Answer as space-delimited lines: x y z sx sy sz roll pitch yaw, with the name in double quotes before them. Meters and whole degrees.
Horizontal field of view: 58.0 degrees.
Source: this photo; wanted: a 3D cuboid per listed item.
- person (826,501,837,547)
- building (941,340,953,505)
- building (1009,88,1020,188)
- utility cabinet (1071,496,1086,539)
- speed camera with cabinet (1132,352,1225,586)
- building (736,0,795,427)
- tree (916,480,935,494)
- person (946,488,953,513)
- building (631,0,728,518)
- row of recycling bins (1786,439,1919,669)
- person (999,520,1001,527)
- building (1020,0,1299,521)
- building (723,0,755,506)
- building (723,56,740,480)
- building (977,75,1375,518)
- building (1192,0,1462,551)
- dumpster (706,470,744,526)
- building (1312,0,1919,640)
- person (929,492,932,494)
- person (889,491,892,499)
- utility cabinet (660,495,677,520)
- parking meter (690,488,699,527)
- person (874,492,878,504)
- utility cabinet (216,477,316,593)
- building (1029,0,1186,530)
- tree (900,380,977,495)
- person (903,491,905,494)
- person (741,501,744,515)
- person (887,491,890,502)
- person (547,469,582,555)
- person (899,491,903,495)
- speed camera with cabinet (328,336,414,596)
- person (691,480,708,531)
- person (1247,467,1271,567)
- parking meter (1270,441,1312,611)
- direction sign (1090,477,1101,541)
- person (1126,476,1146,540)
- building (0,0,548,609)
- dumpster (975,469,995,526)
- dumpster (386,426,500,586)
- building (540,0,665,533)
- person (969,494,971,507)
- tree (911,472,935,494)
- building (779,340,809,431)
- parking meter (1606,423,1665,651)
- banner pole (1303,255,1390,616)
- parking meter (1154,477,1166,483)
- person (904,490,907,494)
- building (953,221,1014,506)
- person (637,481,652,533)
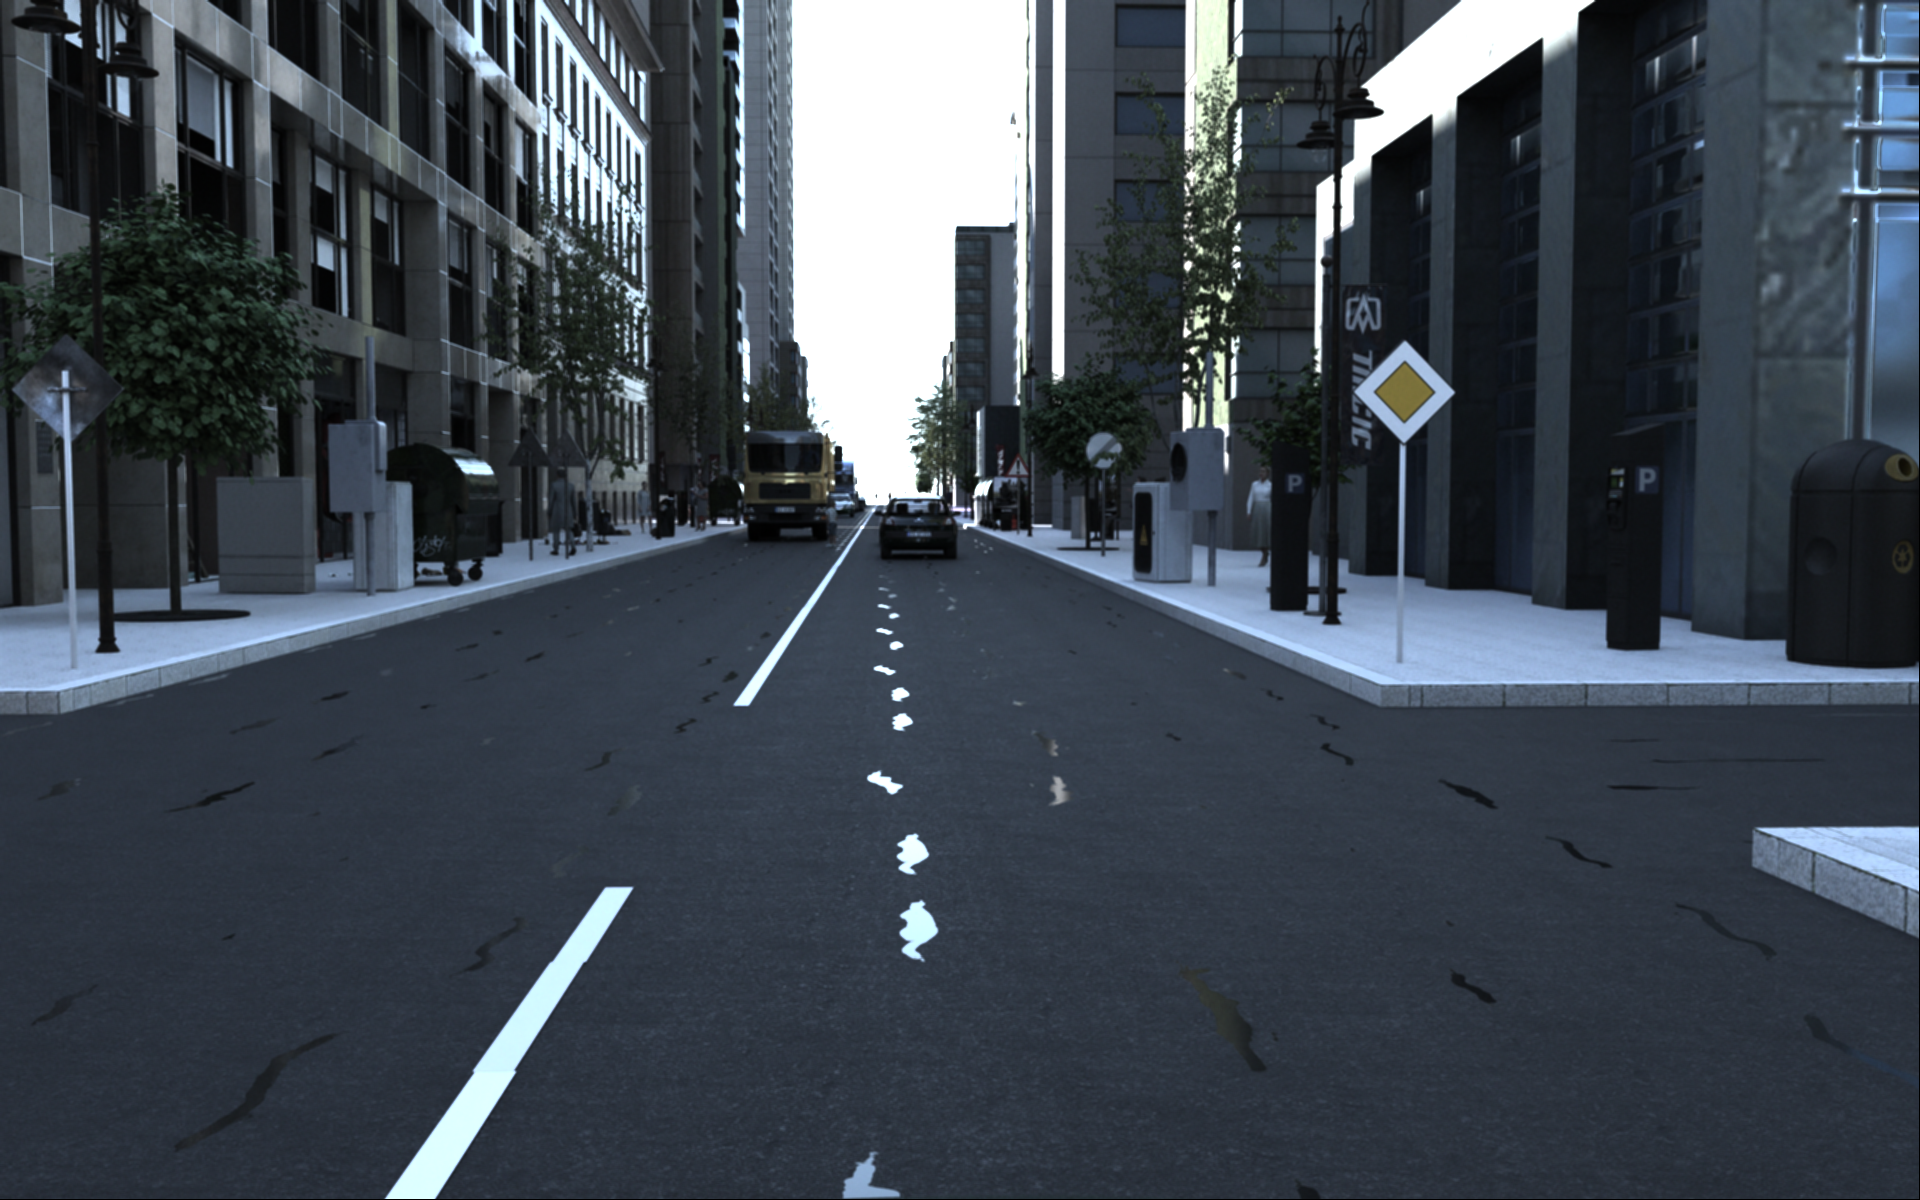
"person" -3.498 -2.072 47.063 0.332 1.250 0.352 0 4 4
"building" 11.990 -22.317 209.914 27.650 21.520 28.899 0 4 -2
"building" 17.345 -27.926 148.475 32.217 40.220 23.993 0 4 -2
"utility cabinet" 3.441 -2.364 49.814 0.306 1.237 1.020 1 4 17
"speed camera with cabinet" 3.107 -1.865 24.828 0.660 3.252 2.038 -1 4 -16
"building" -30.525 -48.601 232.871 20.563 71.187 20.611 0 4 -2
"tree" -3.547 -12.089 192.249 1.663 3.219 1.824 0 3 0
"person" -0.756 -6.569 114.365 0.530 1.710 0.541 -2 4 -28
"building" -20.443 -25.124 94.370 14.154 41.232 14.086 0 4 -2
"row of recycling bins" 8.098 -0.361 13.022 3.534 1.692 1.069 0 4 5
"person" 1.667 -3.741 67.562 0.716 1.782 0.532 0 4 -5
"building" 10.274 -25.336 97.841 14.154 41.232 14.086 0 4 -2
"building" -26.429 -49.954 129.421 22.319 86.520 31.000 0 4 -2
"building" -21.598 -20.618 108.808 14.160 30.474 14.107 0 4 -2
"building" 13.171 -49.323 119.106 22.319 86.520 31.000 0 4 -2
"building" 12.872 -22.106 45.034 14.154 41.232 14.086 0 4 -2
"dumpster" -9.533 -4.159 70.494 1.502 2.255 1.985 0 4 -3
"building" 21.883 -43.528 24.359 31.000 86.520 22.319 0 4 -2
"person" -3.637 -12.602 212.746 0.621 1.740 0.551 -3 4 -36
"person" -8.268 -12.082 206.137 0.705 1.812 1.348 0 4 -3
"utility cabinet" -14.652 -4.611 86.549 1.020 1.237 0.306 2 4 25
"parking meter" -10.283 -3.595 67.187 0.372 1.533 0.369 0 3 0
"person" -12.026 -14.596 247.594 0.683 1.767 0.568 -1 4 -16
"utility cabinet" -8.958 -0.838 22.374 1.173 1.500 0.318 1 4 8
"building" 13.503 -32.517 73.655 21.231 58.520 28.212 0 4 -2
"tree" -2.103 -15.516 171.816 7.486 12.596 7.792 0 3 0
"person" -6.384 -11.755 200.559 0.709 1.838 0.599 -1 4 -10
"person" -13.461 -6.161 106.409 1.348 1.869 0.705 1 4 22
"person" -8.775 -12.813 217.868 0.709 1.838 0.599 3 5 42
"person" -8.324 -1.843 36.283 0.694 1.812 0.767 -3 4 -36
"person" -6.268 -10.798 185.487 0.683 1.767 0.568 1 4 10
"speed camera with cabinet" -7.656 -1.724 22.522 0.660 3.252 2.038 0 4 -4
"person" -9.135 -3.307 60.465 0.716 1.782 0.532 3 5 40
"person" 5.410 -1.505 30.883 0.478 1.798 0.641 2 4 32
"parking meter" 3.648 -0.818 19.085 0.399 1.863 0.255 -1 4 -11
"direction sign" 3.698 -3.362 46.968 0.876 3.537 0.379 -1 4 -9
"person" 4.925 -2.565 48.346 0.532 1.782 0.716 -1 4 -20
"building" -20.748 -13.904 31.839 19.350 26.468 34.151 0 4 -2
"dumpster" 1.402 -4.062 68.900 1.502 2.255 1.985 0 4 -2
"dumpster" -7.556 -1.363 24.787 1.502 2.255 1.985 0 4 -2
"building" -20.832 -14.119 64.124 16.112 22.955 30.059 0 4 -2
"person" 1.117 -9.721 168.903 0.415 1.643 0.593 -1 4 -13
"tree" -5.008 -15.290 233.709 4.285 4.588 4.351 0 3 0
"building" -32.707 -22.295 209.561 27.650 21.520 28.899 0 4 -2
"parking meter" 5.561 -0.524 14.283 0.399 1.863 0.255 -1 4 -15
"banner pole" 4.075 -1.727 18.251 0.863 3.779 0.401 0 4 3
"parking meter" 6.691 -3.202 58.067 0.399 1.863 0.255 1 4 15
"person" -5.746 -10.675 183.013 1.348 1.826 0.705 -1 4 -17
"building" 6.219 -25.456 187.908 14.160 30.474 14.107 0 4 -2
"person" -10.333 -3.037 56.702 0.512 1.701 0.522 -3 5 -41
